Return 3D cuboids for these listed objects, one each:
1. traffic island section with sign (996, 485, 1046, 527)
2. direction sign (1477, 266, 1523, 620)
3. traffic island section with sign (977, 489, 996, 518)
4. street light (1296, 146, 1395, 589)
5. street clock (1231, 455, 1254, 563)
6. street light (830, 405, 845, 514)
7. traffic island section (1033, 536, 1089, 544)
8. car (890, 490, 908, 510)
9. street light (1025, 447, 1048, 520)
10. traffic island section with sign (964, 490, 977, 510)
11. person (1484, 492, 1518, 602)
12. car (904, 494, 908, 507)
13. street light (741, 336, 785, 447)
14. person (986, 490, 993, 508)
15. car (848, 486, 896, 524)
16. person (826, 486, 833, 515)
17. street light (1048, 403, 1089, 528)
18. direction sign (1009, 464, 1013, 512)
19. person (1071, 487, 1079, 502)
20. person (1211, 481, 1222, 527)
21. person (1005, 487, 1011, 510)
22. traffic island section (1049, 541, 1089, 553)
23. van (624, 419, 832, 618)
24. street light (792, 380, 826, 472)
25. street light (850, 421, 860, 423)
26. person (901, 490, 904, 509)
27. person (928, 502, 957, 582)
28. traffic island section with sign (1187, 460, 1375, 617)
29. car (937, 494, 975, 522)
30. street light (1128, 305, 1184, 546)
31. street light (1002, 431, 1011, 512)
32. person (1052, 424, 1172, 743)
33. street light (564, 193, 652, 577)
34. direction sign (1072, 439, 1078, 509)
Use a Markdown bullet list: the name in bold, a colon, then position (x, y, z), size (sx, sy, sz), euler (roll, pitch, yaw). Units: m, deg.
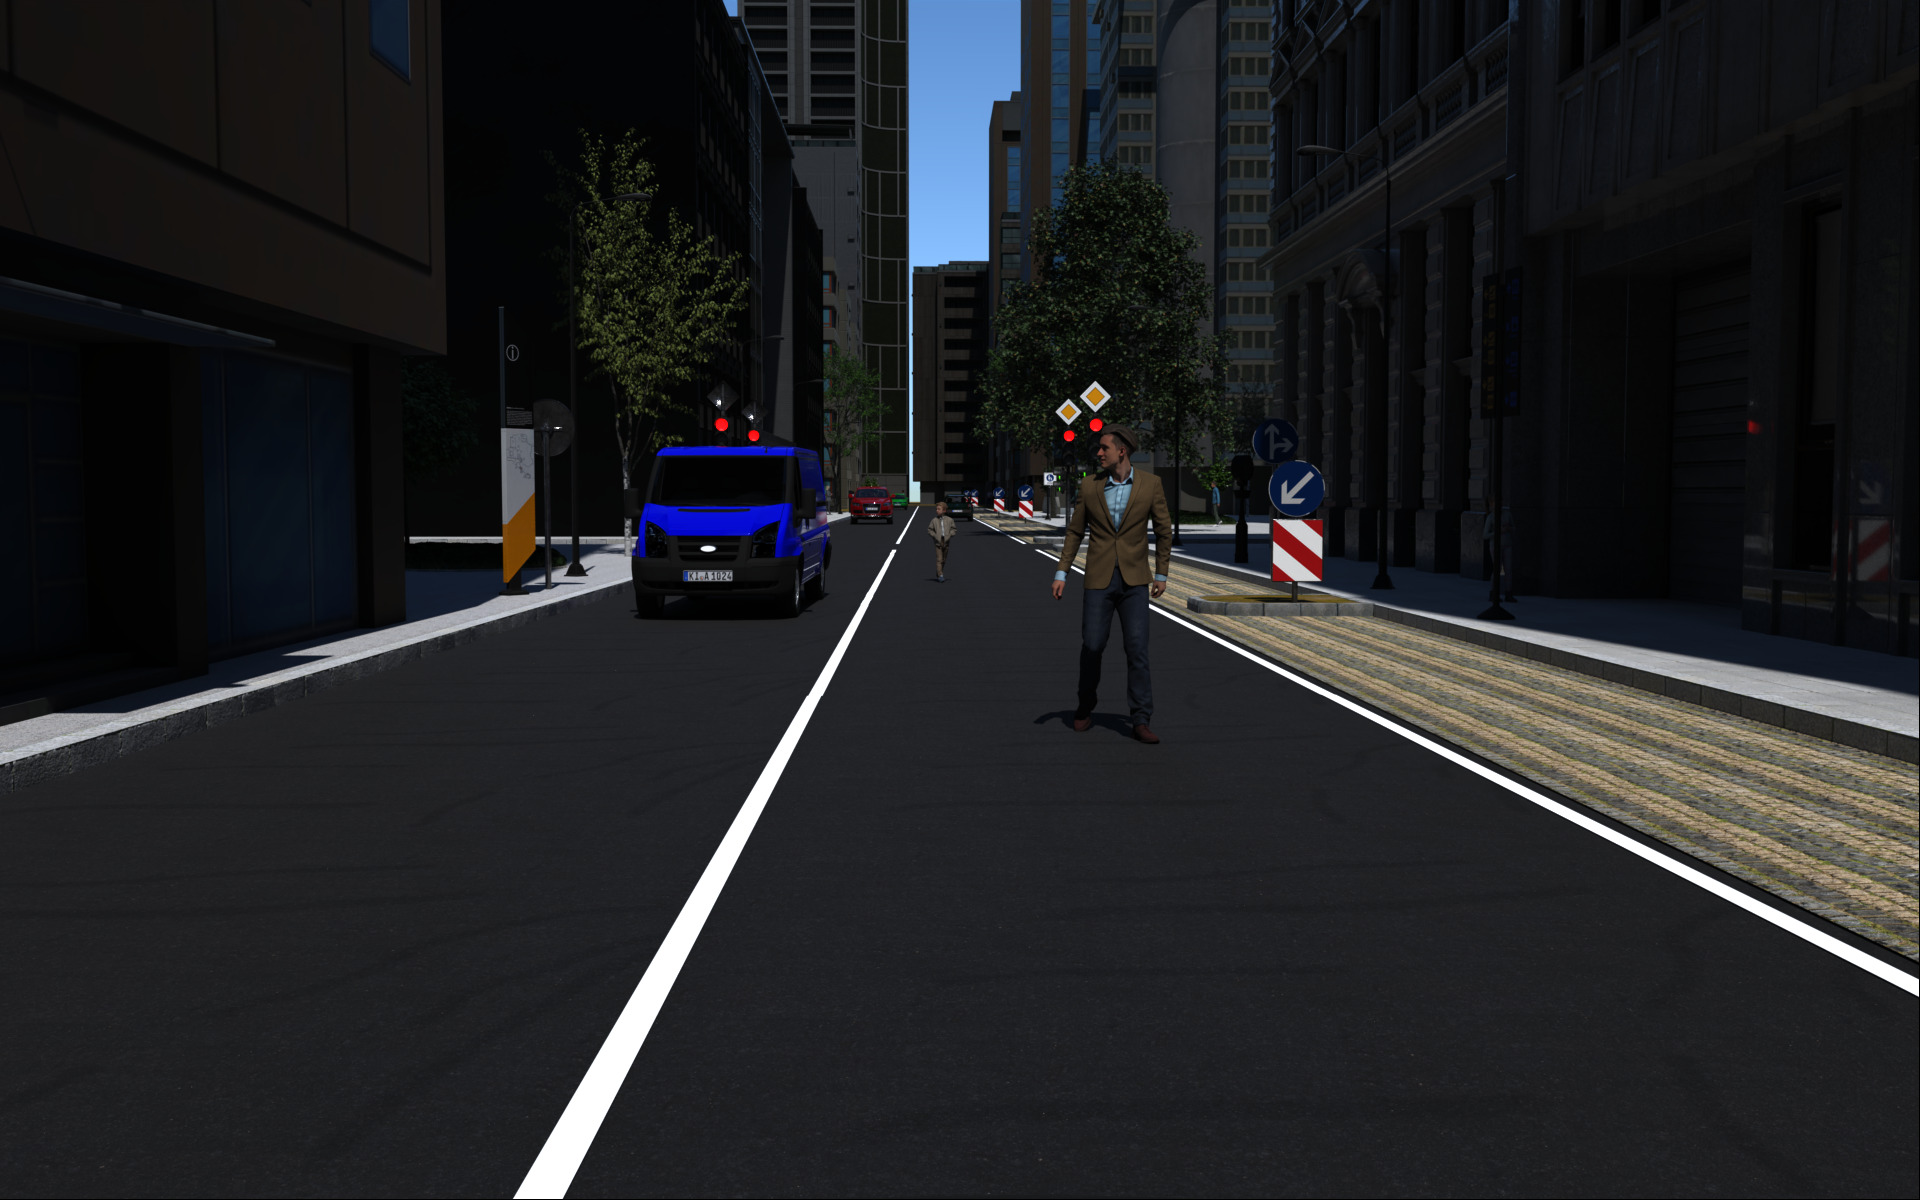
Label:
- **traffic island section with sign**: position (2.720, -4.102, 75.697), size (1.989, 1.847, 2.006), euler (0, 4, -1)
- **direction sign**: position (5.509, -1.572, 17.696), size (0.379, 3.537, 0.876), euler (0, 4, -7)
- **traffic island section with sign**: position (2.173, -5.750, 102.647), size (1.989, 1.847, 2.006), euler (0, 4, -1)
- **street light**: position (5.184, -3.103, 23.275), size (1.470, 5.913, 1.316), euler (0, 4, -1)
- **street clock**: position (5.244, -1.690, 32.209), size (0.358, 2.002, 0.471), euler (3, 4, 38)
- **street light**: position (-6.667, -7.182, 89.965), size (1.470, 5.913, 1.316), euler (0, 4, -1)
- **traffic island section**: position (3.209, -1.763, 51.103), size (2.009, 0.180, 2.903), euler (0, 4, -1)
- **car**: position (-5.676, -9.084, 157.326), size (1.959, 1.807, 4.718), euler (0, 4, -2)
- **street light**: position (3.853, -6.964, 86.403), size (1.470, 5.913, 1.316), euler (0, 4, -1)
- **traffic island section with sign**: position (1.151, -8.839, 153.153), size (1.989, 1.847, 2.006), euler (0, 4, -1)
- **person**: position (6.444, -0.627, 20.569), size (0.425, 1.301, 0.394), euler (-2, 4, -32)
- **car**: position (-6.662, -10.874, 189.587), size (2.131, 1.459, 4.920), euler (0, 4, 1)
- **street light**: position (-5.843, -4.793, 50.906), size (1.470, 5.913, 1.316), euler (0, 4, -1)
- **person**: position (2.746, -9.558, 163.260), size (0.436, 1.711, 0.756), euler (-3, 4, -37)
- **car**: position (-4.240, -4.573, 83.448), size (2.281, 1.827, 5.304), euler (0, 4, -3)
- **person**: position (-8.056, -6.147, 106.733), size (0.526, 1.800, 0.537), euler (0, 4, 7)
- **street light**: position (4.253, -5.717, 66.016), size (1.470, 5.913, 1.316), euler (0, 4, -1)
- **direction sign**: position (3.584, -7.906, 121.255), size (0.379, 3.537, 0.876), euler (0, 4, 2)
- **person**: position (5.426, -4.463, 79.358), size (0.721, 1.781, 0.623), euler (2, 4, 31)
- **person**: position (10.087, -3.772, 68.056), size (0.444, 1.785, 0.601), euler (1, 4, 15)
- **person**: position (3.907, -8.205, 140.283), size (0.705, 1.814, 1.350), euler (-1, 4, -12)
- **traffic island section**: position (3.370, -1.275, 43.120), size (2.009, 0.180, 2.903), euler (0, 4, -1)
- **van**: position (-2.793, -1.070, 21.878), size (2.240, 2.365, 5.245), euler (0, 4, 0)
- **street light**: position (-6.231, -5.987, 70.436), size (1.470, 5.913, 1.316), euler (0, 4, -1)
- **street light**: position (-7.107, -8.443, 110.579), size (1.470, 5.913, 1.316), euler (0, 4, -1)
- **person**: position (-5.638, -9.884, 170.109), size (0.705, 1.824, 1.348), euler (0, 4, -4)
- **person**: position (-0.284, -0.949, 28.285), size (0.475, 1.303, 0.640), euler (-1, 4, -17)
- **traffic island section with sign**: position (3.825, -0.761, 21.071), size (1.989, 1.847, 2.006), euler (0, 4, -1)
- **car**: position (-0.185, -4.988, 91.333), size (2.009, 1.686, 4.222), euler (0, 4, -1)
- **street light**: position (4.833, -4.298, 42.806), size (1.470, 5.913, 1.316), euler (0, 4, -1)
- **street light**: position (3.507, -8.159, 105.934), size (1.470, 5.913, 1.316), euler (0, 4, -1)
- **person**: position (0.888, -0.110, 10.207), size (0.656, 1.842, 0.836), euler (-1, 4, -22)
- **street light**: position (-5.457, -3.324, 26.889), size (1.470, 5.913, 1.316), euler (0, 4, -1)
- **direction sign**: position (4.585, -4.717, 69.128), size (0.379, 3.537, 0.876), euler (1, 4, 19)
